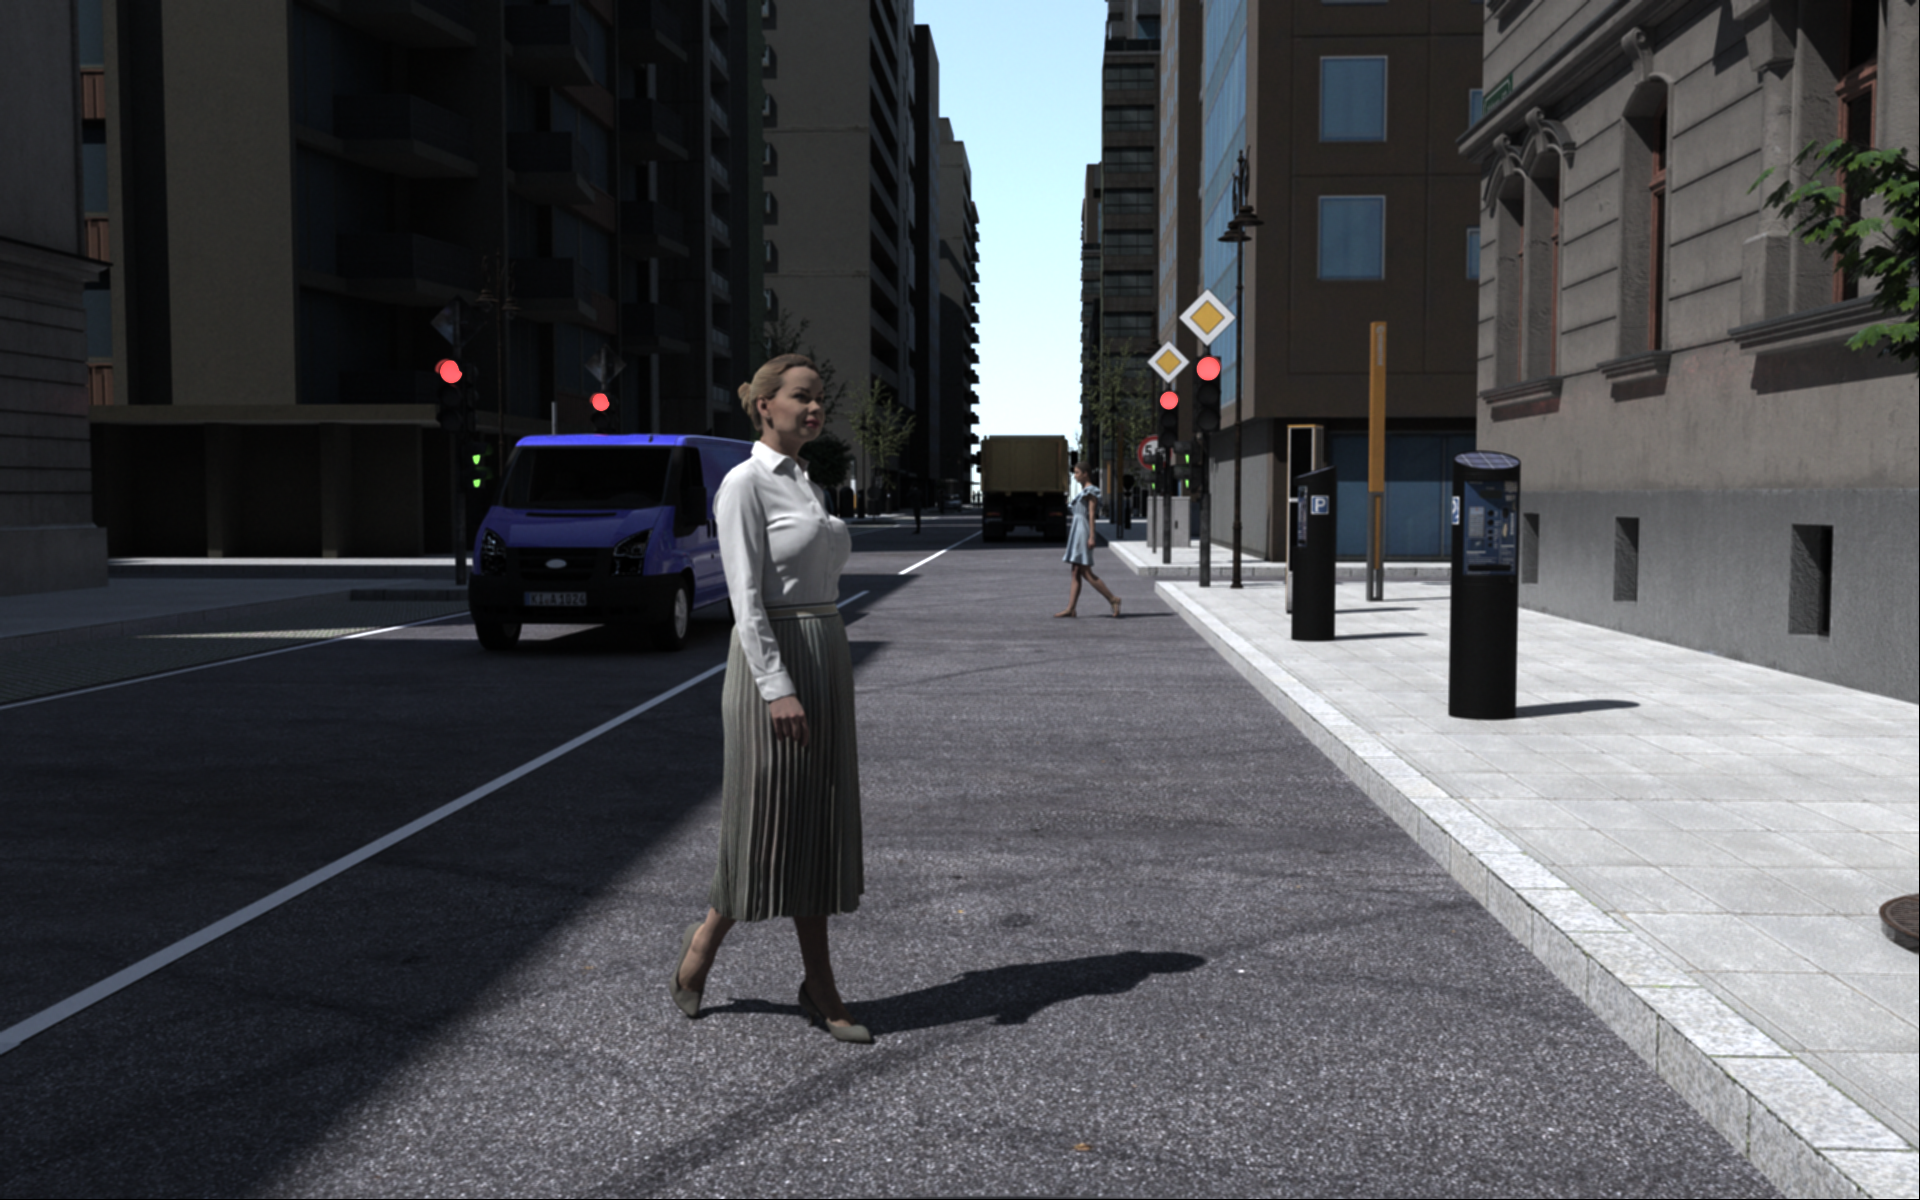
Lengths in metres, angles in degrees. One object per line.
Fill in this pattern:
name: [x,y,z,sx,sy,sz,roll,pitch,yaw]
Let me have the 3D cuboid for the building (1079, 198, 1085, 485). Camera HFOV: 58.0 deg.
building: [28.452,-36.443,250.474,22.147,44.769,28.867,0,4,3]

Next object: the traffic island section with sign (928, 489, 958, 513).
traffic island section with sign: [-1.382,-7.441,130.295,1.989,1.847,2.006,0,4,3]

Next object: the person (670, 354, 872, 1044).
person: [-0.518,0.252,4.604,0.641,1.798,0.478,3,4,37]

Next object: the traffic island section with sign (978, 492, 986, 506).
traffic island section with sign: [3.140,-12.601,214.647,1.989,1.847,2.006,0,4,3]

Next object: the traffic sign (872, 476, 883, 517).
traffic sign: [-4.692,-5.890,98.437,0.606,2.300,0.079,0,4,8]

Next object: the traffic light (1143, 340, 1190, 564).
traffic light: [3.793,-2.622,31.791,0.839,4.253,0.868,0,4,3]

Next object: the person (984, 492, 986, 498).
person: [3.218,-12.382,211.870,0.541,1.710,0.530,0,4,-7]

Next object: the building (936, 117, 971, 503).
building: [-9.661,-36.896,226.953,21.300,48.544,21.600,0,4,3]

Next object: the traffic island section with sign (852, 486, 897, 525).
traffic island section with sign: [-4.019,-4.455,81.473,1.989,1.847,2.006,0,4,3]

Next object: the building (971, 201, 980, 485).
building: [-8.426,-36.551,252.225,22.147,44.769,28.867,0,4,3]

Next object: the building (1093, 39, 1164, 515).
building: [16.223,-20.918,113.713,14.160,30.474,14.107,0,4,3]

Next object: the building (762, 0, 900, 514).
building: [-15.733,-30.277,118.734,21.300,48.544,21.600,0,4,3]

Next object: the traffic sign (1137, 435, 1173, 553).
traffic sign: [4.212,-2.283,37.436,0.768,2.556,0.104,1,4,11]

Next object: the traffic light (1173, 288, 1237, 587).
traffic light: [3.364,-2.134,23.818,0.839,4.253,0.868,0,4,3]

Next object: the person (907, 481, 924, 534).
person: [-1.632,-3.369,62.948,0.474,1.900,0.648,2,4,28]

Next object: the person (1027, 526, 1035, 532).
person: [2.649,-3.469,65.883,0.731,1.740,0.598,2,4,35]

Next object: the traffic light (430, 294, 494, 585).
traffic light: [-7.033,-2.167,24.359,0.839,4.253,0.868,0,4,3]

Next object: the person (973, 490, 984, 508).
person: [1.936,-10.444,179.240,1.348,1.826,0.705,-1,4,-19]

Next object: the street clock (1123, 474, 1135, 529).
street clock: [6.155,-3.605,63.519,0.471,2.002,0.358,2,4,25]

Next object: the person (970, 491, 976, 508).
person: [1.339,-10.618,182.626,0.750,1.759,0.617,1,4,13]

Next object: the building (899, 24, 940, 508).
building: [-9.301,-31.422,163.867,14.600,45.320,14.200,0,4,3]

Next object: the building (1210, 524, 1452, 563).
building: [12.885,-23.677,37.233,14.200,45.320,14.600,0,4,3]

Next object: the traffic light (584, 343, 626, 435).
traffic light: [-6.604,-2.655,32.332,0.839,4.253,0.868,0,4,3]

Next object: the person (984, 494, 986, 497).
person: [3.161,-11.749,200.696,1.348,1.812,0.705,-3,4,-37]

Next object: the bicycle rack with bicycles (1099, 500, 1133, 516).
bicycle rack with bicycles: [9.344,-5.507,103.422,2.925,0.926,2.852,-1,4,-8]

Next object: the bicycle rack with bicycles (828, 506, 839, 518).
bicycle rack with bicycles: [-8.364,-5.365,101.097,2.852,0.926,2.925,-3,5,-41]

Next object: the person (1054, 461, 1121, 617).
person: [1.476,-0.699,20.030,0.778,1.811,0.616,0,4,7]

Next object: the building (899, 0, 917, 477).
building: [-17.964,-33.885,143.266,28.713,52.752,27.495,0,4,3]

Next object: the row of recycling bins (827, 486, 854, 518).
row of recycling bins: [-7.499,-5.293,93.660,3.534,1.692,1.069,-1,4,-8]

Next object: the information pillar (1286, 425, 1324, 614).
information pillar: [3.689,-0.860,18.545,0.304,2.012,0.304,2,4,28]

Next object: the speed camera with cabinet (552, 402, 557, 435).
speed camera with cabinet: [-8.488,-2.589,36.661,0.660,3.252,2.038,0,4,-4]

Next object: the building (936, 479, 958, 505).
building: [-16.620,-31.346,204.392,32.217,40.220,23.993,0,4,3]

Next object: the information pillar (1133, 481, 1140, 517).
information pillar: [9.901,-5.669,97.180,0.304,2.012,0.304,3,4,38]

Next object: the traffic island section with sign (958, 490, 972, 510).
traffic island section with sign: [0.086,-9.124,157.798,1.989,1.847,2.006,0,4,3]

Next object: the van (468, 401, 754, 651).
van: [-3.324,-0.810,17.625,2.240,2.365,5.245,0,4,4]

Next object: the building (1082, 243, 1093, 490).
building: [21.112,-26.214,200.292,14.160,30.474,14.107,0,4,3]

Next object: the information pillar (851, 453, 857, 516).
information pillar: [-6.109,-6.607,99.376,0.183,3.616,0.504,-2,4,-35]

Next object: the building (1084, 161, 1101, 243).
building: [23.420,-35.392,228.777,14.600,45.320,14.200,0,4,3]

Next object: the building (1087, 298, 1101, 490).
building: [26.393,-19.681,166.818,27.650,21.520,28.899,0,4,3]

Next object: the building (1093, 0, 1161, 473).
building: [22.601,-31.554,135.512,23.786,49.044,30.456,0,4,3]

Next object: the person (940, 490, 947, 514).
person: [-1.192,-7.015,123.908,0.721,1.735,1.217,1,4,20]

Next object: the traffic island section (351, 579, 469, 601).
traffic island section: [-7.073,-0.135,24.496,2.009,0.180,2.903,0,4,3]

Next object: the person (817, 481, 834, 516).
person: [-3.992,-2.545,50.130,0.660,1.820,0.620,-1,4,-10]
